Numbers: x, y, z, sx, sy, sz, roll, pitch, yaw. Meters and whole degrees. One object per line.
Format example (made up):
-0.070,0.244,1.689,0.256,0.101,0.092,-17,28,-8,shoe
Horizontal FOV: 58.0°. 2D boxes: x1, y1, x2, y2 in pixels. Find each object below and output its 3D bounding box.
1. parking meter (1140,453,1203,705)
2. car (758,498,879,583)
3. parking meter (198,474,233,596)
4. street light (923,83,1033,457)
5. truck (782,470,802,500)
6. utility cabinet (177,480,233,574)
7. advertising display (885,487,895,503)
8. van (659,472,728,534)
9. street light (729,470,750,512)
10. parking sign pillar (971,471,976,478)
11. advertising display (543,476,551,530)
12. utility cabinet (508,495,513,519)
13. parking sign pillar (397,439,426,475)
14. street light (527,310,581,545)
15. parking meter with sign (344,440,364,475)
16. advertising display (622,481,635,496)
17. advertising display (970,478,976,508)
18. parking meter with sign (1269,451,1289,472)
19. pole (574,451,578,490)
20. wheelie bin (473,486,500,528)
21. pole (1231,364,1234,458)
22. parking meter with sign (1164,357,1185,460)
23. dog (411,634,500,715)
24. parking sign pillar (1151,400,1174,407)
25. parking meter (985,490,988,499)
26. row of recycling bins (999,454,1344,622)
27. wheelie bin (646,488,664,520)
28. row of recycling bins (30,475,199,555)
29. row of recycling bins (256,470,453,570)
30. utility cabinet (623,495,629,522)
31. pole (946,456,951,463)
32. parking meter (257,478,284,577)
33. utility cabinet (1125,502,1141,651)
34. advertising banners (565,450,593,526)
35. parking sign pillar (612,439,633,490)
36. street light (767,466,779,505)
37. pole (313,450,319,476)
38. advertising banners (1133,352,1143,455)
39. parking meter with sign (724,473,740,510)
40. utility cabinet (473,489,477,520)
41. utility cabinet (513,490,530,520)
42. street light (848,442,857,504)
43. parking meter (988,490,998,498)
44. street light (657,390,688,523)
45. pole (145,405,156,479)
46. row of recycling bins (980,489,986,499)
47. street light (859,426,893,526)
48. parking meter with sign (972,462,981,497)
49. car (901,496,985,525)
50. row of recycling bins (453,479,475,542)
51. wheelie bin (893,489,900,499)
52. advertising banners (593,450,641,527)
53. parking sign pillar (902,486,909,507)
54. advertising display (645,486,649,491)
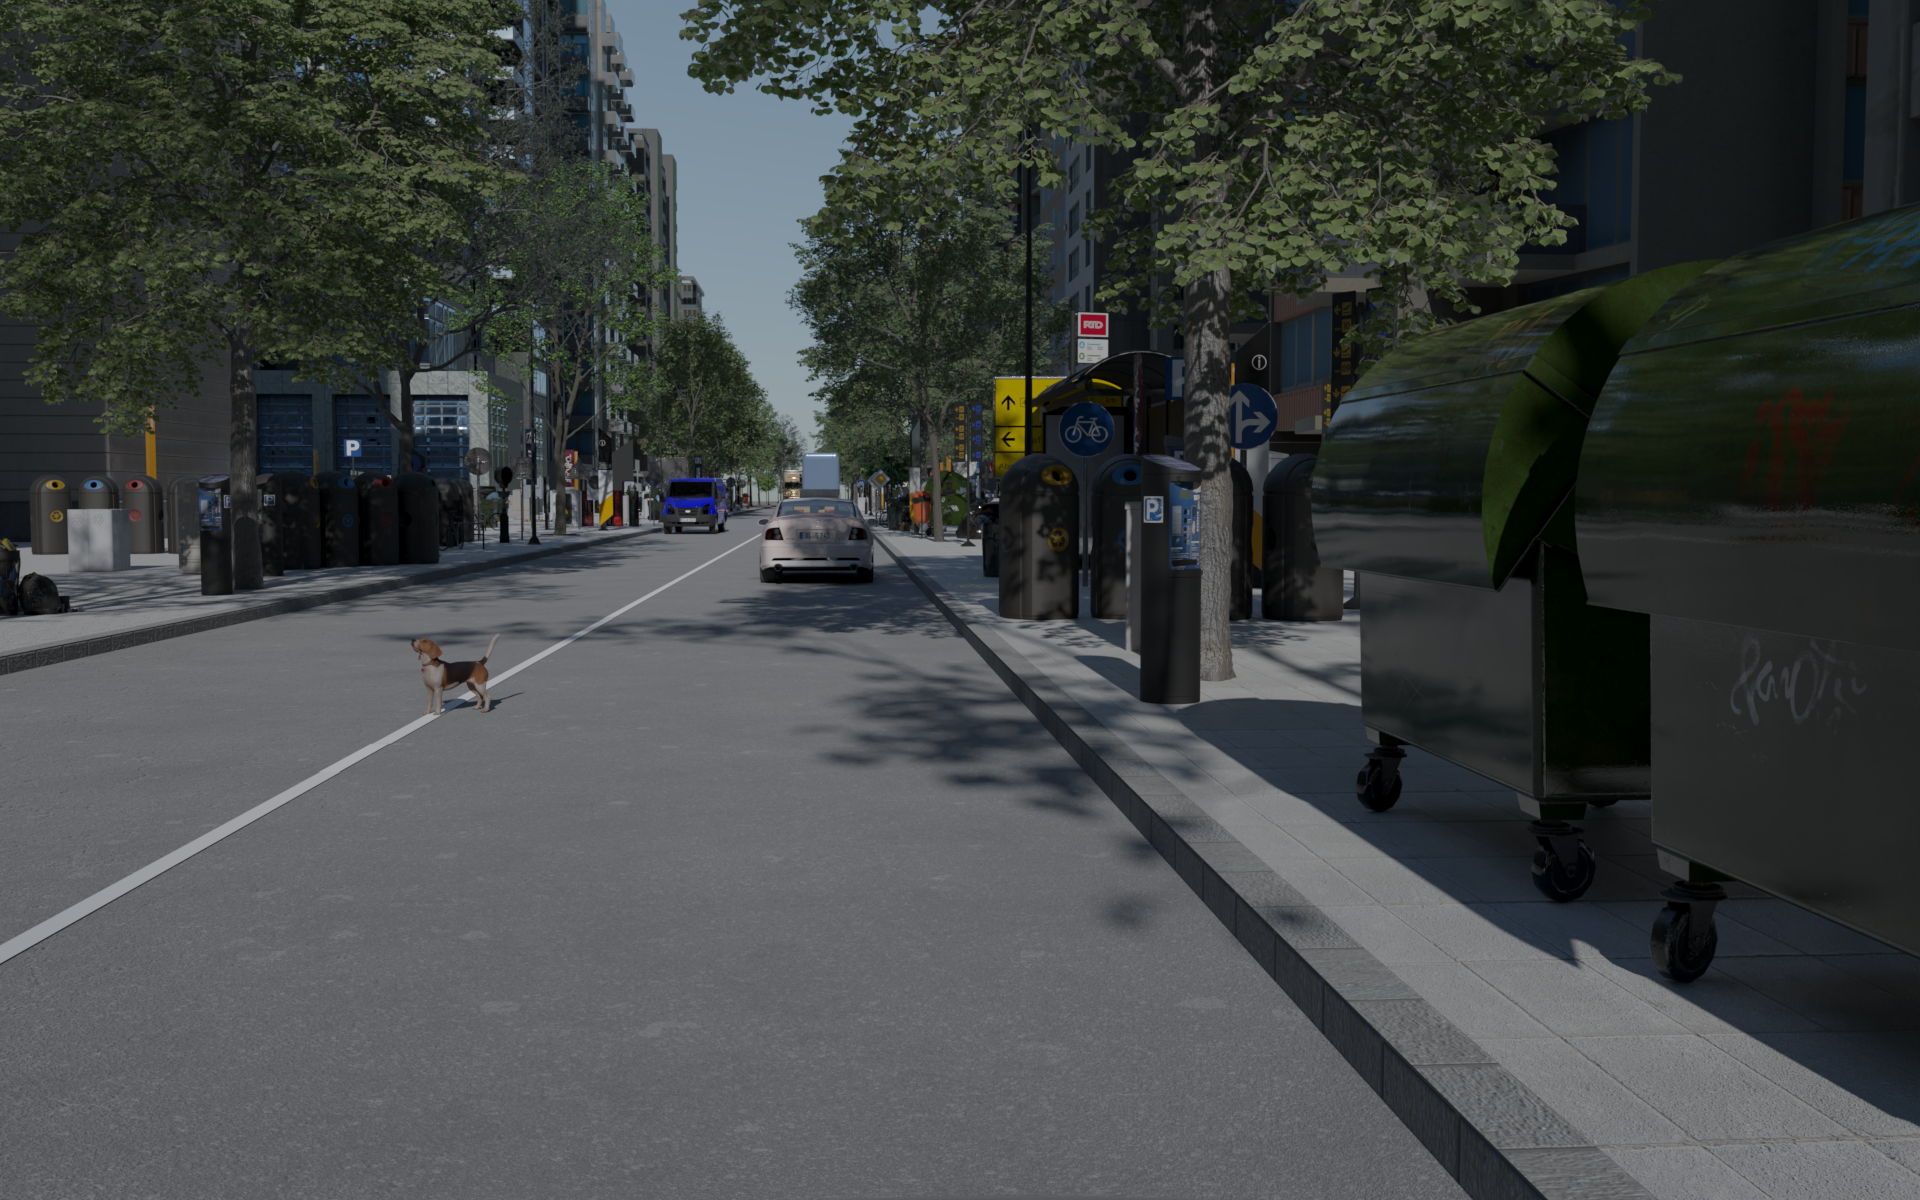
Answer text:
1.302,-0.139,10.691,0.372,1.533,0.369,0,3,0,parking meter
-2.408,-1.041,29.386,2.083,1.381,4.827,0,4,-4,car
-9.458,-0.831,22.005,0.372,1.533,0.369,0,3,0,parking meter
0.241,-2.880,19.634,1.470,5.913,1.316,0,4,-4,street light
-19.749,-13.304,206.438,2.839,4.237,11.283,0,4,-5,truck
-11.906,-1.152,27.511,1.173,1.500,0.318,2,4,27,utility cabinet
-6.004,-8.631,146.336,0.974,1.923,0.123,1,4,14,advertising display
-9.700,-3.614,63.480,2.240,2.365,5.245,0,4,-3,van
-16.255,-9.450,127.049,1.470,5.913,1.316,0,4,-4,street light
0.630,-7.891,117.492,1.447,3.967,1.447,2,4,29,parking sign pillar
-15.040,-3.538,63.060,0.123,1.923,0.974,0,4,-6,advertising display
-23.081,-4.780,89.313,1.020,1.237,0.306,3,5,39,utility cabinet
-26.638,-5.855,84.199,1.447,3.967,1.447,0,4,7,parking sign pillar
-10.258,-4.358,43.790,1.470,5.913,1.316,0,4,-4,street light
-19.427,-3.667,56.210,0.543,3.016,1.738,0,4,-3,parking meter with sign
-15.853,-4.747,82.830,0.123,1.923,0.974,1,4,21,advertising display
0.405,-3.996,70.551,0.123,1.923,0.974,2,4,24,advertising display
5.389,-2.068,30.073,0.543,3.016,1.738,3,4,39,parking meter with sign
-18.326,-5.430,82.616,0.158,3.312,0.155,0,3,0,pole
-17.897,-3.534,65.687,0.980,1.594,0.693,0,3,0,wheelie bin
4.334,-2.037,27.152,0.158,3.312,0.155,0,3,0,pole
2.947,-1.628,22.887,0.543,3.016,1.738,0,4,5,parking meter with sign
-3.286,0.488,11.305,0.406,0.507,0.540,0,4,5,dog
4.602,-3.078,38.804,1.447,3.967,1.447,-1,4,-14,parking sign pillar
1.808,-6.226,110.211,0.372,1.533,0.369,0,3,0,parking meter
2.156,-0.660,17.902,3.534,1.692,1.069,0,4,4,row of recycling bins
-14.922,-4.708,84.878,0.980,1.594,0.693,3,5,42,wheelie bin
-18.027,-1.837,37.140,3.534,1.692,1.069,-1,4,-11,row of recycling bins
-10.768,-1.445,30.745,1.069,1.692,3.534,2,4,29,row of recycling bins
-15.079,-4.160,79.184,0.306,1.237,1.020,1,4,18,utility cabinet
-0.541,-5.408,82.263,0.158,3.312,0.155,0,3,0,pole
-10.759,-1.137,26.996,0.372,1.533,0.369,0,3,0,parking meter
1.699,-0.207,14.545,0.306,1.237,1.020,2,4,25,utility cabinet
-14.783,-4.443,68.831,2.074,3.025,0.090,-1,4,-11,advertising banners
-16.671,-5.891,84.787,1.447,3.967,1.447,-1,4,-21,parking sign pillar
-21.920,-14.108,203.204,1.470,5.913,1.316,0,4,-4,street light
-29.500,-5.232,79.390,0.158,3.312,0.155,0,3,0,pole
2.155,-1.605,22.428,0.090,3.025,2.074,0,4,-4,advertising banners
-19.175,-9.023,143.789,1.738,3.016,0.543,2,4,25,parking meter with sign
-22.164,-4.313,79.202,0.318,1.500,1.173,0,4,7,utility cabinet
-21.584,-4.718,85.816,0.318,1.500,1.173,3,5,40,utility cabinet
-5.835,-7.963,102.735,1.470,5.913,1.316,0,4,-4,street light
2.102,-5.796,103.168,0.372,1.533,0.369,0,3,0,parking meter
-12.796,-6.403,77.228,1.470,5.913,1.316,0,4,-4,street light
-18.609,-2.815,39.866,0.158,3.312,0.155,0,3,0,pole
1.122,-7.457,129.030,1.069,1.692,3.534,2,4,30,row of recycling bins
-3.301,-5.942,69.694,1.470,5.913,1.316,0,4,-4,street light
0.733,-5.185,81.040,0.543,3.016,1.738,1,4,9,parking meter with sign
-0.542,-3.766,73.373,4.920,1.459,2.131,0,4,-4,car
-13.793,-2.325,45.128,1.069,1.692,3.534,1,4,16,row of recycling bins
-4.081,-6.430,113.045,0.693,1.594,0.980,-3,5,-42,wheelie bin
-13.450,-4.401,68.141,2.074,3.025,0.090,2,4,23,advertising banners
-2.924,-7.136,105.141,1.447,3.967,1.447,-2,4,-27,parking sign pillar
-23.674,-7.789,132.561,0.974,1.923,0.123,-3,4,-39,advertising display
